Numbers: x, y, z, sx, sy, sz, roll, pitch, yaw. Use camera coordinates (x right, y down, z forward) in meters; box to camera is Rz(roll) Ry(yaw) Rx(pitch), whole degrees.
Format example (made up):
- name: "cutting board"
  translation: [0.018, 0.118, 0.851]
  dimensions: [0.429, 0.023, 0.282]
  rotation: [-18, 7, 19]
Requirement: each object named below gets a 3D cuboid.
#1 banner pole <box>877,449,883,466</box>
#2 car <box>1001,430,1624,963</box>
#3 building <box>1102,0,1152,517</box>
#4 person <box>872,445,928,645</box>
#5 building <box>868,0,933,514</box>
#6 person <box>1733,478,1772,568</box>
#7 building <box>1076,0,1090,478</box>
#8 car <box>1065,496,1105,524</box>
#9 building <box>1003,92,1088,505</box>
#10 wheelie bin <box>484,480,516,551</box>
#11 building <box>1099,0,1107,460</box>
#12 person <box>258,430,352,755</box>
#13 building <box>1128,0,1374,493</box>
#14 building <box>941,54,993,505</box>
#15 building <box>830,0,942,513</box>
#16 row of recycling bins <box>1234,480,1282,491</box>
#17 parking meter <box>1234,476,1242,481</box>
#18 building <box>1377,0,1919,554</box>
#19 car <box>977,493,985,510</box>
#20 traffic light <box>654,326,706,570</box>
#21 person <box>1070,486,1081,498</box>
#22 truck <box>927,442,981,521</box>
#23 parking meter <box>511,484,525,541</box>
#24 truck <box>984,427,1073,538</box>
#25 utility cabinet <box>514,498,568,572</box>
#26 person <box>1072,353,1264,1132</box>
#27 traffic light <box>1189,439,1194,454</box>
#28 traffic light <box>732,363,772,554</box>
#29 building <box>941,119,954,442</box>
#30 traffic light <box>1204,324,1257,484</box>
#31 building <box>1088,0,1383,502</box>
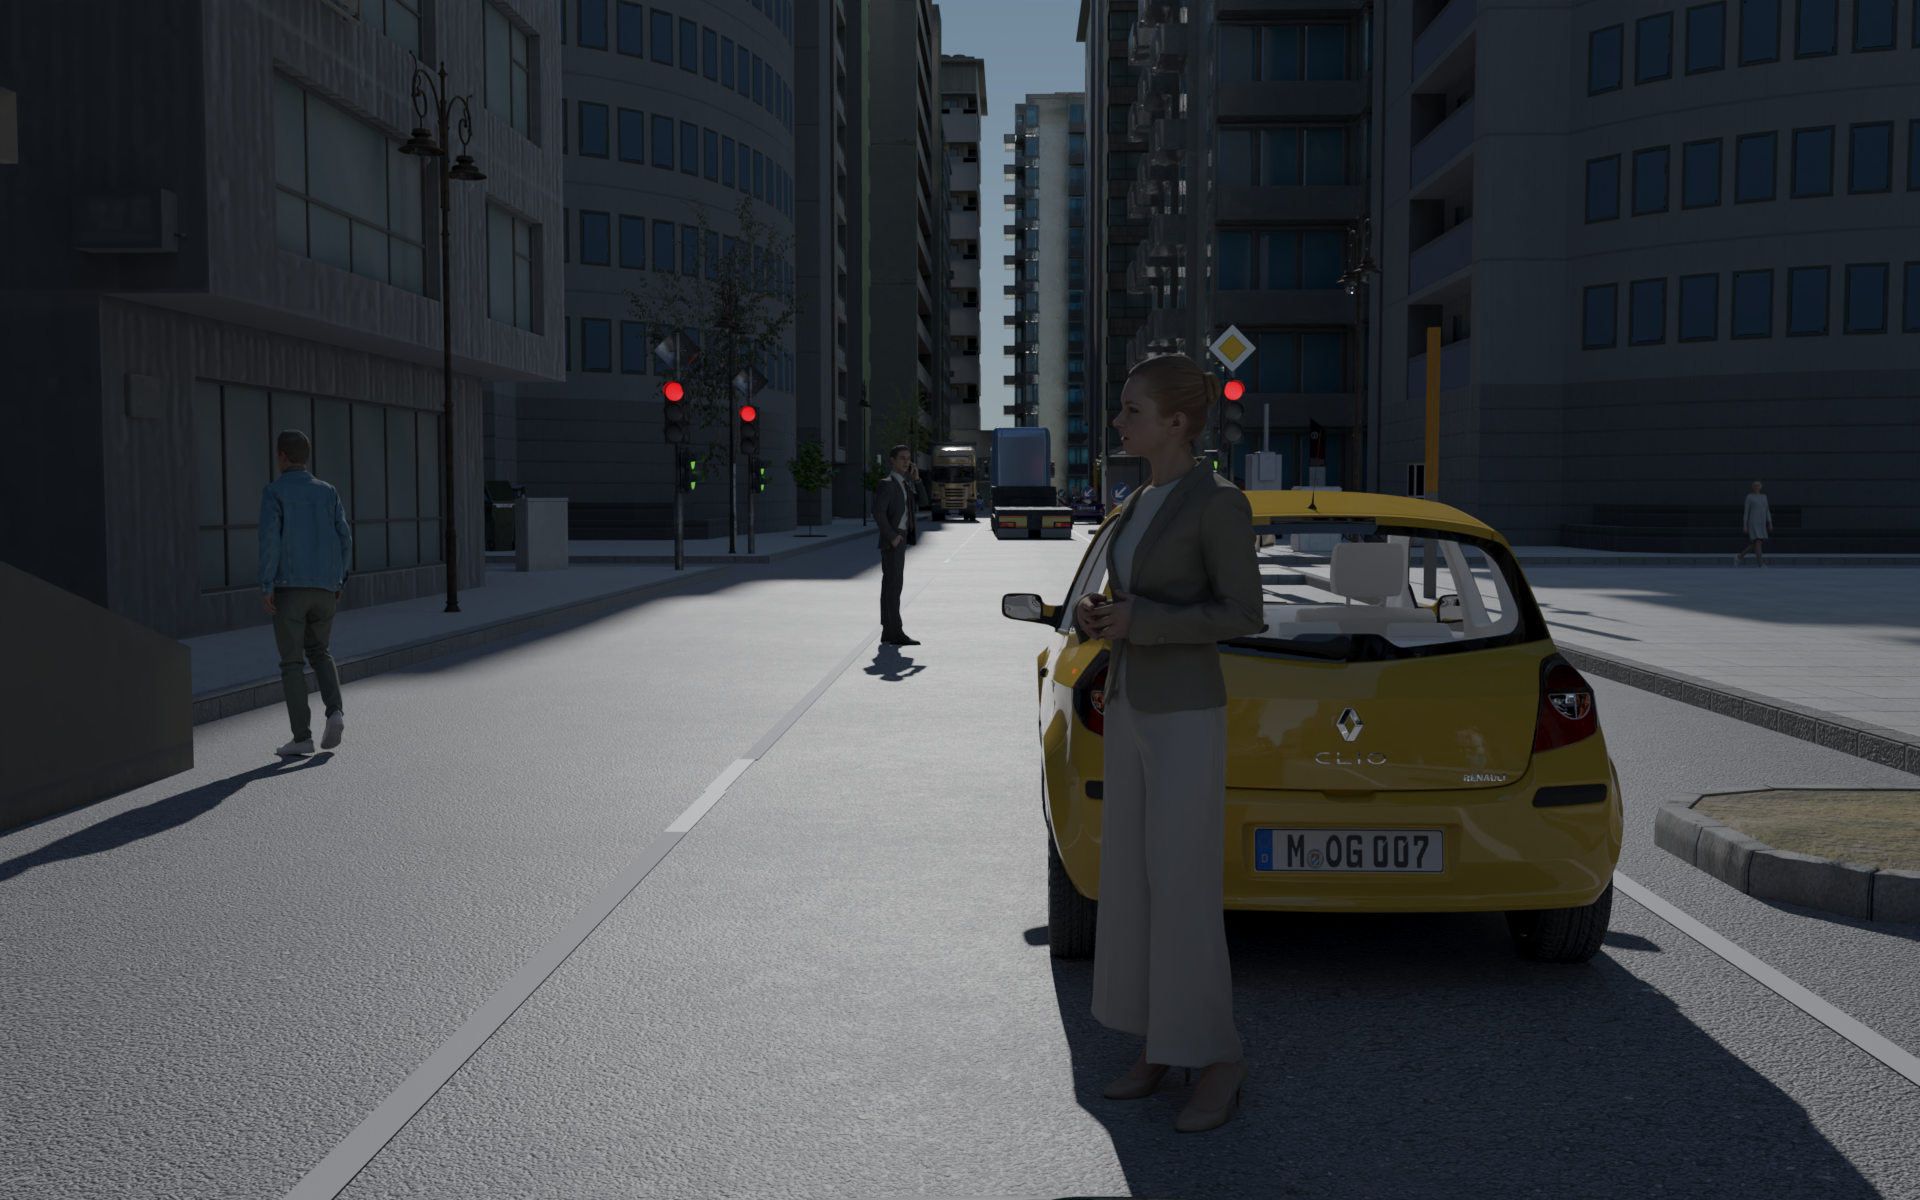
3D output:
- name: "banner pole"
  translation: [-4.441, -6.518, 96.584]
  dimensions: [0.401, 3.779, 0.863]
  rotation: [-2, 4, -28]
- name: "car"
  translation: [1.161, 0.212, 6.751]
  dimensions: [2.015, 1.641, 3.980]
  rotation: [0, 4, 2]
- name: "building"
  translation: [15.367, -20.210, 102.135]
  dimensions: [14.160, 30.474, 14.107]
  rotation: [0, 4, 2]
- name: "person"
  translation: [-0.561, -0.541, 16.704]
  dimensions: [0.474, 1.900, 0.648]
  rotation: [1, 4, 9]
- name: "building"
  translation: [-13.101, -30.518, 122.665]
  dimensions: [21.300, 48.544, 21.600]
  rotation: [0, 4, 2]
- name: "person"
  translation: [14.824, -1.413, 32.359]
  dimensions: [0.466, 1.731, 0.760]
  rotation: [-3, 5, -44]
- name: "building"
  translation: [26.333, -35.702, 172.972]
  dimensions: [28.713, 52.752, 27.495]
  rotation: [0, 4, 2]
- name: "car"
  translation: [6.032, -4.321, 83.232]
  dimensions: [1.945, 1.354, 3.894]
  rotation: [0, 4, 1]
- name: "building"
  translation: [20.437, -35.869, 206.071]
  dimensions: [30.456, 49.044, 23.786]
  rotation: [0, 4, 2]
- name: "wheelie bin"
  translation: [-10.442, -1.898, 38.937]
  dimensions: [0.693, 1.594, 0.980]
  rotation: [3, 5, 44]
- name: "building"
  translation: [17.266, -28.973, 123.822]
  dimensions: [14.600, 45.320, 14.200]
  rotation: [0, 4, 2]
- name: "person"
  translation: [-3.596, -0.041, 9.514]
  dimensions: [0.444, 1.785, 0.601]
  rotation: [3, 5, 42]
- name: "building"
  translation: [18.590, -27.622, 71.226]
  dimensions: [23.786, 49.044, 30.456]
  rotation: [0, 4, 2]
- name: "building"
  translation: [-8.439, -37.940, 209.559]
  dimensions: [27.495, 52.752, 28.713]
  rotation: [0, 4, 2]
- name: "building"
  translation: [-8.786, -27.950, 140.570]
  dimensions: [14.154, 41.232, 14.086]
  rotation: [0, 4, 2]
- name: "row of recycling bins"
  translation: [8.346, -2.663, 50.656]
  dimensions: [1.069, 1.692, 3.534]
  rotation: [-1, 4, -19]
- name: "parking meter"
  translation: [9.009, -3.117, 56.675]
  dimensions: [0.255, 1.863, 0.399]
  rotation: [3, 5, 45]
- name: "building"
  translation: [26.833, -30.749, 44.753]
  dimensions: [28.212, 58.520, 21.231]
  rotation: [0, 4, 2]
- name: "car"
  translation: [1.209, -8.768, 152.941]
  dimensions: [1.945, 1.707, 3.694]
  rotation: [0, 4, 1]
- name: "traffic light"
  translation: [-4.718, -2.456, 29.082]
  dimensions: [0.839, 4.253, 0.868]
  rotation: [0, 4, 2]
- name: "person"
  translation: [6.050, -5.021, 90.400]
  dimensions: [0.655, 1.846, 0.447]
  rotation: [3, 4, 38]
- name: "truck"
  translation: [-0.314, -6.467, 94.649]
  dimensions: [2.839, 4.237, 11.283]
  rotation: [0, 3, 0]
- name: "parking meter"
  translation: [-11.073, -2.136, 43.327]
  dimensions: [0.372, 1.533, 0.369]
  rotation: [0, 3, 0]
- name: "truck"
  translation: [2.423, -4.545, 64.064]
  dimensions: [2.967, 4.110, 18.799]
  rotation: [0, 4, 0]
- name: "utility cabinet"
  translation: [-7.009, -1.092, 29.009]
  dimensions: [0.306, 1.237, 1.020]
  rotation: [2, 4, 28]
- name: "person"
  translation: [0.453, 0.304, 4.079]
  dimensions: [0.362, 1.759, 0.519]
  rotation: [-2, 4, -25]
- name: "traffic light"
  translation: [4.743, -2.928, 36.788]
  dimensions: [0.839, 4.253, 0.868]
  rotation: [0, 4, 2]
- name: "traffic light"
  translation: [-4.464, -2.945, 37.064]
  dimensions: [0.839, 4.253, 0.868]
  rotation: [0, 4, 2]
- name: "building"
  translation: [-12.755, -29.393, 172.454]
  dimensions: [23.993, 40.220, 32.217]
  rotation: [0, 4, 2]
- name: "traffic light"
  translation: [4.489, -2.440, 28.807]
  dimensions: [0.839, 4.253, 0.868]
  rotation: [0, 4, 2]
- name: "building"
  translation: [21.336, -36.865, 144.750]
  dimensions: [21.231, 58.520, 28.212]
  rotation: [0, 4, 2]
